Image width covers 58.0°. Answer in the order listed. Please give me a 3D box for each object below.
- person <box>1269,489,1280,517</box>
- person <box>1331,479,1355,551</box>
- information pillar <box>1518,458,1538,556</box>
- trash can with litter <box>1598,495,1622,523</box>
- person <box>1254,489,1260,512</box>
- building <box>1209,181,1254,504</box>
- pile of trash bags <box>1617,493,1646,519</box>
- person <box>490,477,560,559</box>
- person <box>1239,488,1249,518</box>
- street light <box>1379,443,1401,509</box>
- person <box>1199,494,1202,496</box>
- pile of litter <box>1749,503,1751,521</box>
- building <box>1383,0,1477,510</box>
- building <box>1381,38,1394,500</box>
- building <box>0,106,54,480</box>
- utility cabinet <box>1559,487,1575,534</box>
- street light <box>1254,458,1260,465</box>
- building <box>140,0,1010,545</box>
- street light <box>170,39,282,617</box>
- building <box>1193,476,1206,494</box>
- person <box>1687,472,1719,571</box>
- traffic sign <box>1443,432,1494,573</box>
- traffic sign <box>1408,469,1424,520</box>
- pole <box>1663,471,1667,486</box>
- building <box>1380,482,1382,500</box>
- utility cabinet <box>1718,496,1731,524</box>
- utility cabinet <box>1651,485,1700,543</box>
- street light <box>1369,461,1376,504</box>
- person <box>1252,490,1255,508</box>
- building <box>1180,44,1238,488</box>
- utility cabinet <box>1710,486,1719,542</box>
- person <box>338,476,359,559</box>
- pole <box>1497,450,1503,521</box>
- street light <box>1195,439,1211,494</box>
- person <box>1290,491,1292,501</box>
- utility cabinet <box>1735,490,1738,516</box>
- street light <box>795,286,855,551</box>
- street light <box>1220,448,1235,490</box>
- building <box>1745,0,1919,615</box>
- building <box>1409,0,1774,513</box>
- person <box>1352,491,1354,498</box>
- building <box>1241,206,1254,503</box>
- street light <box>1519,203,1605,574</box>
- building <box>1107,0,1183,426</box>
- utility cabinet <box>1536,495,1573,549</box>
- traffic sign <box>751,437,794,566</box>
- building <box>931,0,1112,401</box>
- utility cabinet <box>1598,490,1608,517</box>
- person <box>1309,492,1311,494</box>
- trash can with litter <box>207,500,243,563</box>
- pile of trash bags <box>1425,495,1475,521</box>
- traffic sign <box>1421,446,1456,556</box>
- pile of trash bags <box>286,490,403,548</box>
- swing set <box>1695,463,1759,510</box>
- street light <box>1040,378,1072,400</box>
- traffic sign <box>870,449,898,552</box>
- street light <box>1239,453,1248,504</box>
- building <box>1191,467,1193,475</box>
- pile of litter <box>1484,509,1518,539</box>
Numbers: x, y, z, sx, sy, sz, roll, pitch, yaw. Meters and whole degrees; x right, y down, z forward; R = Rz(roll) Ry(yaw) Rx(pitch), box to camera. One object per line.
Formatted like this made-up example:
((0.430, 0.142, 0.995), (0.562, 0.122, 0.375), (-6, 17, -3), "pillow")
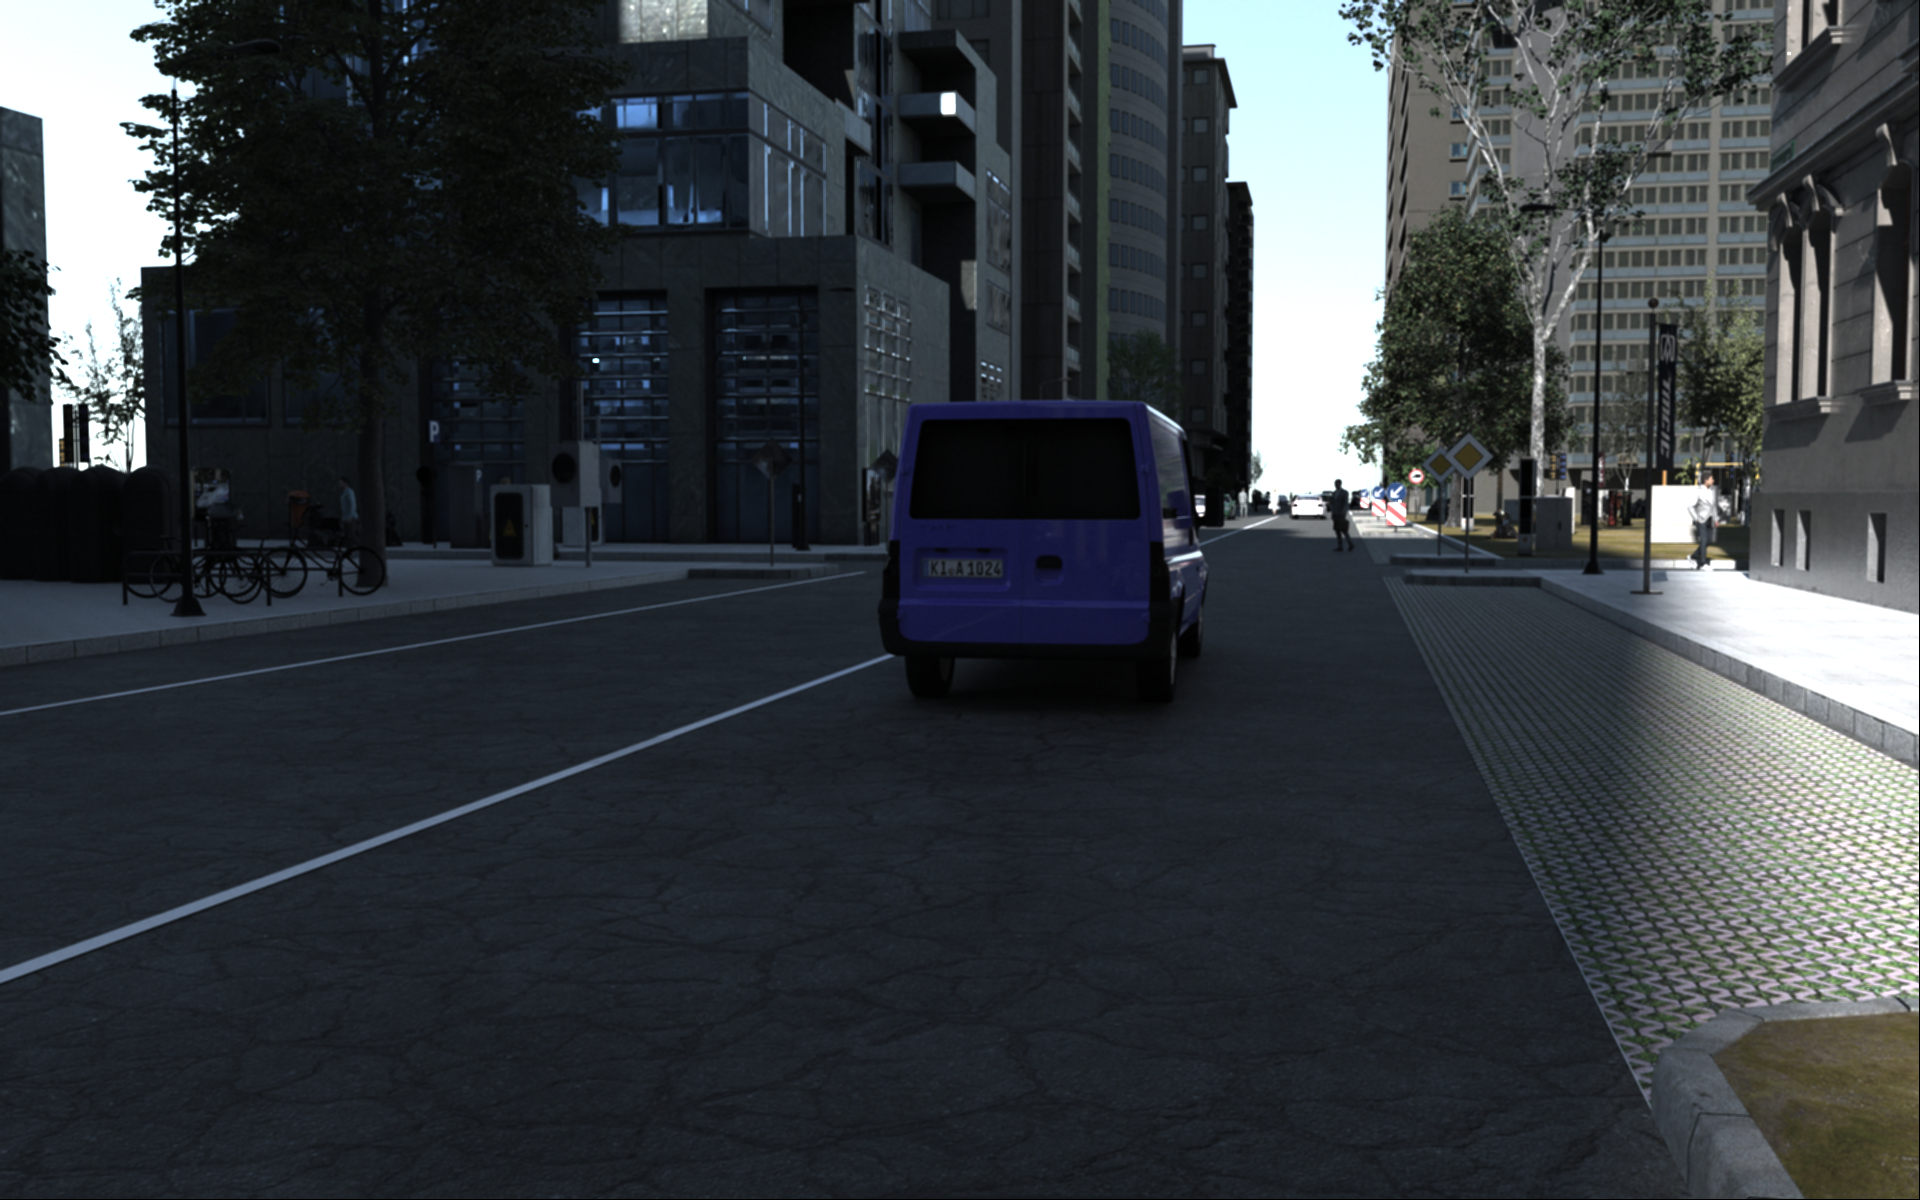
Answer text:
((19.618, -6.074, 108.165), (0.694, 1.780, 0.624), (3, 5, 40), "person")
((9.560, -2.140, 43.602), (0.853, 1.813, 0.709), (-2, 4, -35), "person")
((11.773, -1.923, 35.929), (0.304, 2.012, 0.304), (2, 4, 31), "information pillar")
((29.424, -4.119, 78.404), (1.678, 1.210, 2.233), (0, 4, -5), "trash can with litter")
((24.156, -8.105, 141.028), (0.705, 1.823, 1.348), (0, 4, -8), "person")
((28.662, -35.704, 238.384), (22.147, 44.769, 28.867), (1, 4, 12), "building")
((35.445, -4.968, 90.977), (3.447, 1.369, 1.912), (-2, 4, -31), "pile of trash bags")
((-9.658, -1.802, 38.176), (1.509, 1.804, 0.699), (1, 4, 18), "person")
((17.178, -5.893, 104.953), (0.635, 1.810, 0.391), (2, 4, 34), "person")
((30.363, -9.117, 121.600), (1.470, 5.913, 1.316), (1, 4, 12), "street light")
((16.233, -6.468, 117.467), (0.599, 1.433, 0.991), (2, 4, 33), "person")
((37.441, -4.124, 81.393), (1.719, 0.858, 1.176), (-2, 4, -24), "pile of litter")
((52.796, -33.331, 168.658), (21.300, 48.544, 21.600), (1, 4, 12), "building")
((65.631, -41.694, 223.694), (21.231, 58.520, 28.212), (1, 4, 12), "building")
((-33.222, -43.255, 19.892), (31.000, 86.520, 22.319), (1, 4, 12), "building")
((19.427, -2.865, 55.519), (0.318, 1.500, 1.173), (1, 4, 9), "utility cabinet")
((37.832, -15.440, 224.987), (1.470, 5.913, 1.316), (1, 4, 12), "street light")
((-10.152, -45.602, 58.265), (22.319, 86.520, 31.000), (1, 4, 12), "building")
((-7.617, -2.779, 17.978), (1.470, 5.913, 1.316), (1, 4, 12), "street light")
((8.386, -29.542, 174.900), (32.217, 40.220, 23.993), (1, 4, 12), "building")
((13.927, -1.482, 32.577), (0.661, 1.843, 0.795), (-2, 4, -23), "person")
((8.235, -1.496, 28.103), (0.795, 2.450, 0.064), (1, 4, 12), "traffic sign")
((22.859, -5.302, 86.797), (0.768, 2.556, 0.104), (1, 4, 15), "traffic sign")
((39.437, -6.306, 96.951), (0.158, 3.312, 0.155), (0, 3, 0), "pole")
((77.077, -34.039, 248.420), (32.217, 40.220, 23.993), (1, 4, 12), "building")
((32.512, -3.864, 74.342), (1.020, 1.237, 0.306), (2, 4, 31), "utility cabinet")
((18.475, -2.209, 44.794), (1.173, 1.500, 0.318), (1, 4, 18), "utility cabinet")
((36.922, -10.970, 151.899), (1.470, 5.913, 1.316), (1, 4, 12), "street light")
((30.396, -10.452, 179.472), (0.705, 1.814, 1.350), (0, 4, 0), "person")
((18.392, -38.015, 210.778), (28.713, 52.752, 27.495), (1, 4, 12), "building")
((19.343, -2.247, 45.409), (1.173, 1.500, 0.318), (-2, 4, -28), "utility cabinet")
((-13.315, -1.800, 37.943), (0.620, 1.820, 0.660), (-2, 4, -35), "person")
((22.637, -4.818, 72.616), (0.158, 3.312, 0.155), (0, 3, 0), "pole")
((20.271, -10.550, 145.031), (1.470, 5.913, 1.316), (1, 4, 12), "street light")
((45.706, -14.109, 239.275), (0.705, 1.812, 1.348), (1, 4, 16), "person")
((44.387, -5.454, 97.857), (1.173, 1.500, 0.318), (-1, 4, -17), "utility cabinet")
((-3.025, -4.061, 38.941), (1.470, 5.913, 1.316), (1, 4, 12), "street light")
((26.923, -12.402, 175.310), (1.470, 5.913, 1.316), (1, 4, 12), "street light")
((15.534, -13.796, 12.961), (14.401, 28.519, 23.554), (1, 4, 12), "building")
((48.934, -26.334, 122.448), (32.217, 40.220, 23.993), (1, 4, 12), "building")
((50.388, -13.039, 221.779), (0.705, 1.812, 1.348), (2, 4, 24), "person")
((36.403, -37.221, 258.677), (14.600, 45.320, 14.200), (1, 4, 12), "building")
((9.639, -3.377, 27.748), (1.470, 5.913, 1.316), (1, 4, 12), "street light")
((4.551, -35.807, 127.448), (21.231, 58.520, 28.212), (1, 4, 12), "building")
((13.689, -1.778, 40.229), (1.020, 1.237, 0.306), (-1, 4, -9), "utility cabinet")
((-3.330, -1.652, 30.655), (0.795, 2.450, 0.064), (1, 4, 12), "traffic sign")
((-0.150, -24.775, 88.669), (14.154, 41.232, 14.086), (1, 4, 12), "building")
((35.016, -5.219, 94.002), (1.173, 1.500, 0.318), (-1, 4, -20), "utility cabinet")
((42.594, -12.294, 210.223), (0.721, 1.743, 1.217), (-1, 4, -22), "person")
((-13.779, -1.291, 32.497), (0.624, 1.170, 1.055), (-1, 4, -22), "trash can with litter")
((24.219, -4.574, 84.545), (1.912, 1.369, 3.447), (3, 5, 41), "pile of trash bags")
((9.948, -1.973, 35.903), (0.795, 2.450, 0.064), (1, 4, 12), "traffic sign")
((-15.323, -2.000, 42.458), (3.447, 1.369, 1.912), (2, 4, 32), "pile of trash bags")
((39.068, -5.559, 88.515), (3.119, 2.851, 2.862), (2, 4, 30), "swing set")
((3.778, -5.927, 69.449), (1.470, 5.913, 1.316), (1, 4, 12), "street light")
((-1.617, -2.129, 38.454), (0.795, 2.450, 0.064), (1, 4, 12), "traffic sign")
((31.259, -13.580, 194.571), (1.470, 5.913, 1.316), (1, 4, 12), "street light")
((9.841, -43.584, 150.848), (20.563, 71.187, 20.611), (1, 4, 12), "building")
((15.816, -2.197, 49.883), (1.176, 0.858, 1.719), (0, 4, -4), "pile of litter")
